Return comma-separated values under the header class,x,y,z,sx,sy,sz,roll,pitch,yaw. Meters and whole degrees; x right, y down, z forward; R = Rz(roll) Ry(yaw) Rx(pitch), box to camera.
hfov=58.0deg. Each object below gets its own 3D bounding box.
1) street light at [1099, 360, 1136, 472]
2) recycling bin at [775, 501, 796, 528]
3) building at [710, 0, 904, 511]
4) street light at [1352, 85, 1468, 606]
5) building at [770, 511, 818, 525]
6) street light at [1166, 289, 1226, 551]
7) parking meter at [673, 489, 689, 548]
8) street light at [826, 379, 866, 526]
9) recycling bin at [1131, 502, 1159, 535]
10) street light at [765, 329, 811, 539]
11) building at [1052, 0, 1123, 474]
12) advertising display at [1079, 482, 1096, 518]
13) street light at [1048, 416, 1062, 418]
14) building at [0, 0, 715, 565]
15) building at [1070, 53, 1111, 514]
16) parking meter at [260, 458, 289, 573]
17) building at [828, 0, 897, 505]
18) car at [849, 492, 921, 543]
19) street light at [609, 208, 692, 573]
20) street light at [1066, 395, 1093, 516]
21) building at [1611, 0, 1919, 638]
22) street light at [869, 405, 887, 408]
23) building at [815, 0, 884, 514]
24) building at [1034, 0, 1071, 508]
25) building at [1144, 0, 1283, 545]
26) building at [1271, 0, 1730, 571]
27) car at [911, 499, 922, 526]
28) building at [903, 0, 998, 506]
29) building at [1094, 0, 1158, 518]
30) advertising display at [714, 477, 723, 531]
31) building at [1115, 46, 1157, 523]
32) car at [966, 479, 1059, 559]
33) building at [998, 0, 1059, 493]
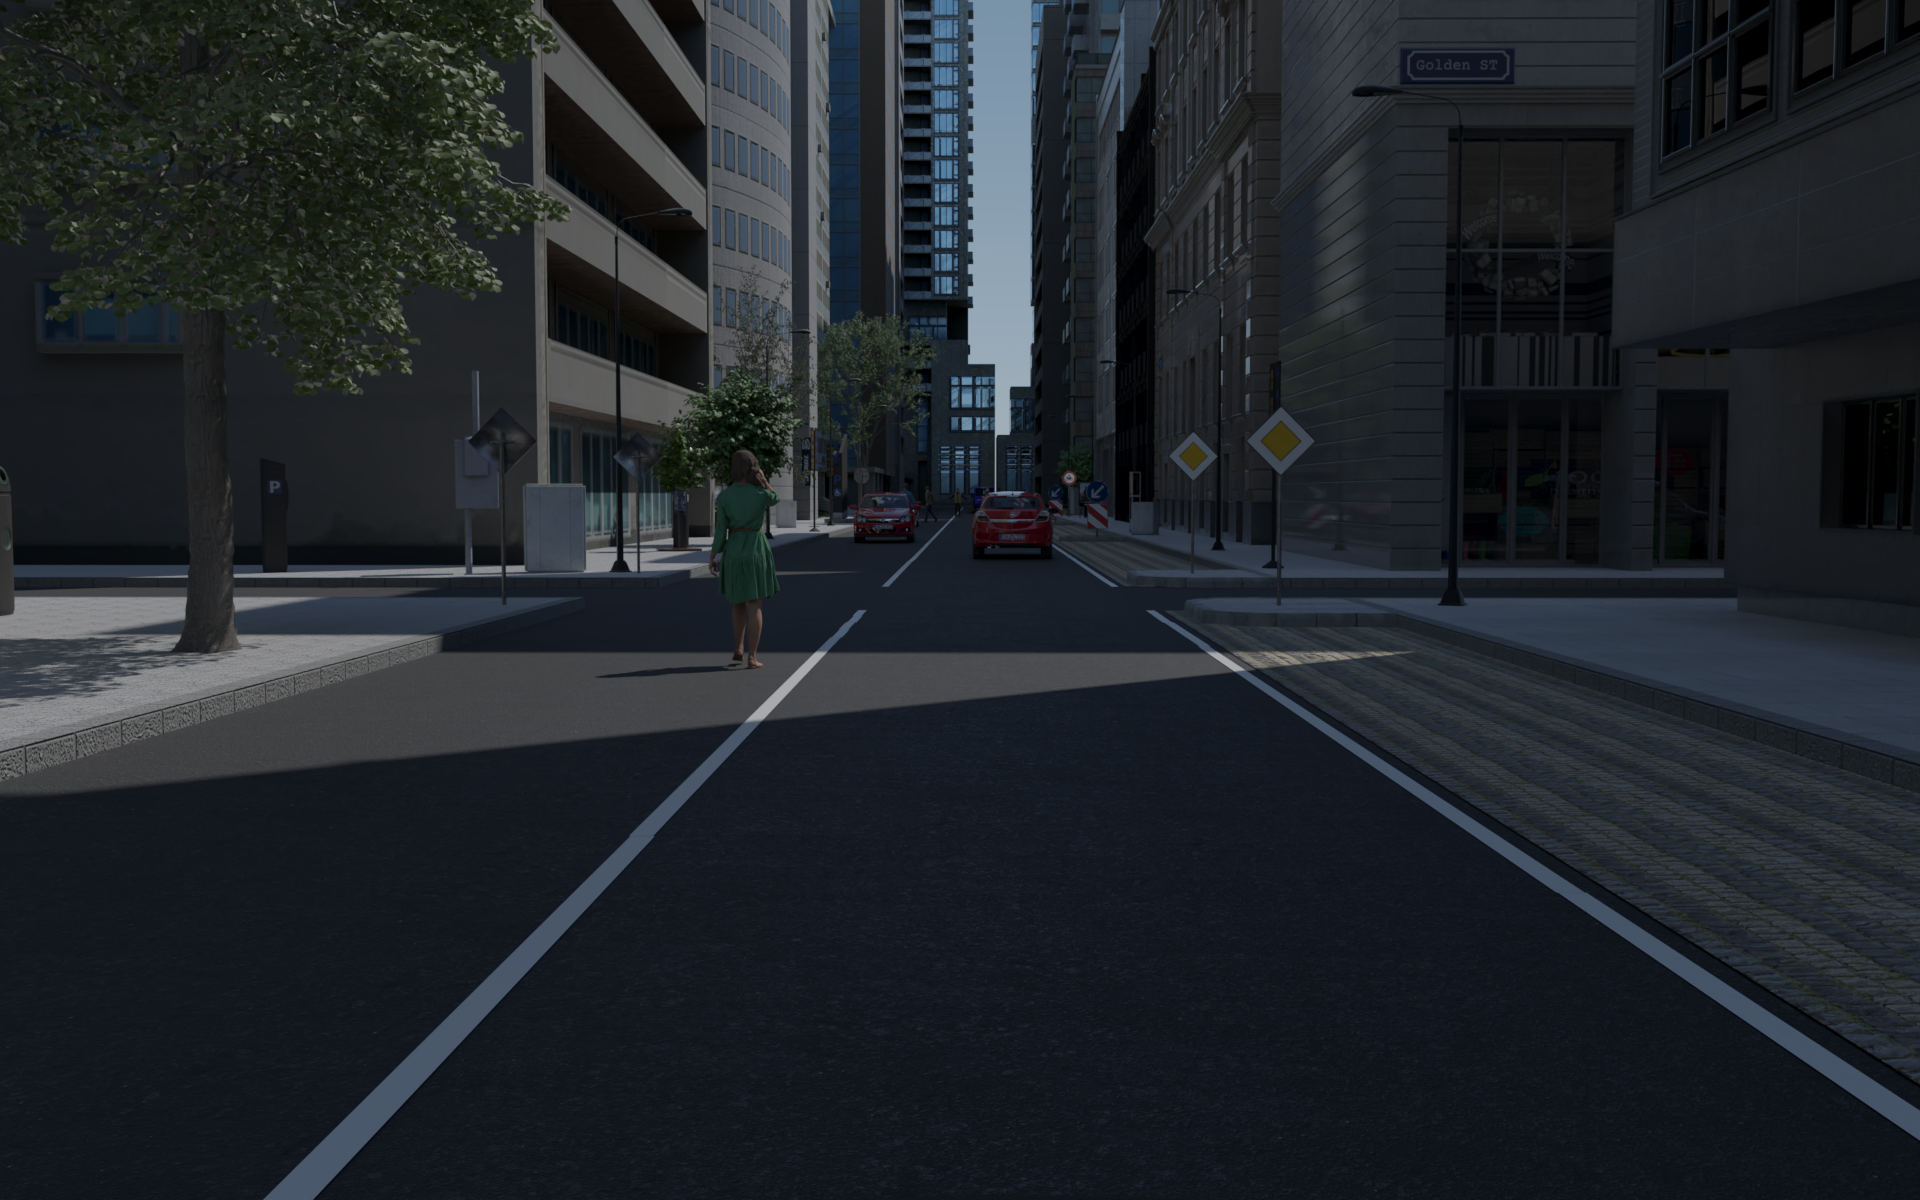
class,x,y,z,sx,sy,sz,roll,pitch,yaw
street light,5.528,-5.358,60.146,1.470,5.913,1.316,0,4,1
recycling bin,-6.630,-3.263,65.910,0.722,1.027,0.722,-1,4,-13
building,-19.584,-38.211,166.745,28.212,58.520,21.231,0,4,1
street light,5.145,-2.892,19.824,1.470,5.913,1.316,0,4,1
building,-17.885,-32.466,72.824,21.231,58.520,28.212,0,4,1
street light,5.347,-4.084,39.310,1.470,5.913,1.316,0,4,1
parking meter,-6.654,-2.009,41.265,0.372,1.533,0.369,0,3,0
street light,-4.668,-5.945,69.742,1.470,5.913,1.316,0,4,1
recycling bin,5.830,-2.566,54.506,0.722,1.027,0.722,1,4,23
street light,-4.910,-4.678,49.019,1.470,5.913,1.316,0,4,1
building,19.792,-31.815,139.791,23.786,49.044,30.456,0,4,1
advertising display,6.917,-5.437,94.103,0.974,1.923,0.123,-1,4,-16
street light,5.897,-7.949,102.500,1.470,5.913,1.316,0,4,1
building,-18.126,-25.479,40.284,21.300,48.544,21.600,0,4,1
building,14.417,-21.138,117.313,14.160,30.474,14.107,0,4,1
parking meter,-11.209,-1.384,28.342,0.399,1.863,0.255,-2,4,-30
building,-13.105,-30.452,148.002,14.600,45.320,14.200,0,4,1
car,-2.249,-2.641,52.214,2.155,1.783,4.494,0,4,-1
street light,-5.045,-3.410,28.296,1.470,5.913,1.316,0,4,1
street light,5.674,-6.654,81.340,1.470,5.913,1.316,0,4,1
building,13.749,-11.275,3.415,14.314,24.678,30.058,0,4,1
street light,-4.512,-7.213,90.473,1.470,5.913,1.316,0,4,1
building,-21.471,-25.879,115.000,32.217,40.220,23.993,0,4,1
building,18.207,-33.203,166.575,21.300,48.544,21.600,0,4,1
building,13.051,-15.743,54.658,12.463,27.353,25.104,0,4,1
building,21.940,-15.640,33.200,29.804,29.767,11.434,0,4,1
car,-2.728,-4.063,75.467,2.155,1.783,4.494,0,4,1
building,-11.558,-54.089,197.029,31.000,86.520,22.319,0,4,1
building,13.926,-16.819,93.009,12.078,24.808,19.932,0,4,1
advertising display,-8.420,-3.273,58.722,0.123,1.923,0.974,2,4,35
building,13.565,-15.017,75.205,12.332,23.373,15.834,0,4,1
car,1.206,-1.877,39.729,2.155,1.783,4.494,0,4,2
building,19.638,-54.036,196.166,31.000,86.520,22.319,0,4,1
